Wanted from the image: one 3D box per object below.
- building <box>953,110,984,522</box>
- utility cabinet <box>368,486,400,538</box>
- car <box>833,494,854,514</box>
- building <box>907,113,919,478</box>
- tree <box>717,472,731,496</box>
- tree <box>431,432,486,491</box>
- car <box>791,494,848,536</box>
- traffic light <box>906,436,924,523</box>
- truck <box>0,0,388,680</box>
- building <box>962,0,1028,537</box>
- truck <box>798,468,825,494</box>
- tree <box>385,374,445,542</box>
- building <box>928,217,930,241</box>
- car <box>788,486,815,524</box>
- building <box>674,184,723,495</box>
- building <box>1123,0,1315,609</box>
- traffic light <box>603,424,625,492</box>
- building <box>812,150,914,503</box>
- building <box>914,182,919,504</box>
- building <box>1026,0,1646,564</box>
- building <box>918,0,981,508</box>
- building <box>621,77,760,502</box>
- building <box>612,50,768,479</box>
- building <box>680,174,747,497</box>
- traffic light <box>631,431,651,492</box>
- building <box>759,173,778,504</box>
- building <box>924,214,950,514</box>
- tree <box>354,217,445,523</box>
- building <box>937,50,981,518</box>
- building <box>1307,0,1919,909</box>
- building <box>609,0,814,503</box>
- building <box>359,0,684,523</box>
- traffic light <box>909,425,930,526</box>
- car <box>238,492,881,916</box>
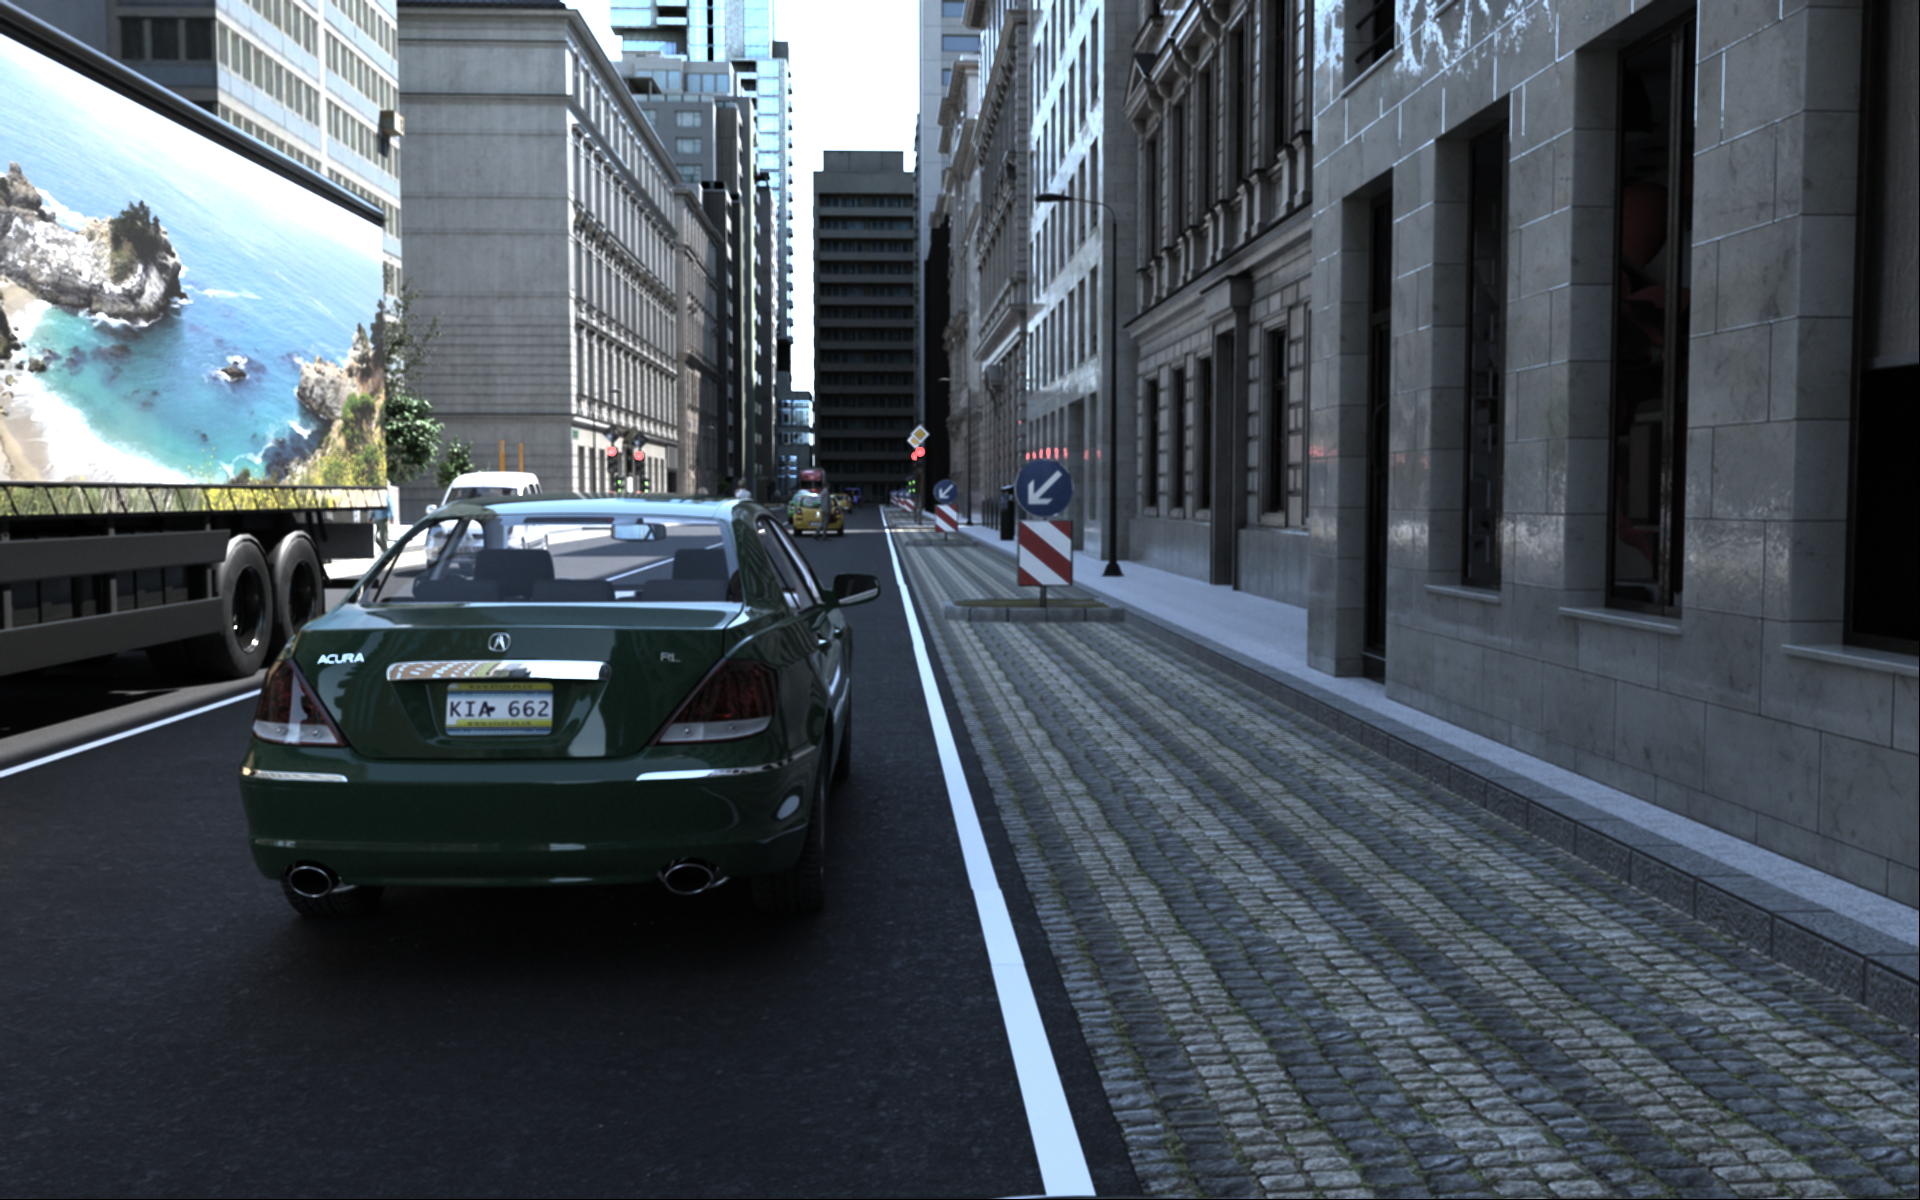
[{"bbox_3d":[10.459,-15.181,84.374,21.152,22.565,11.583,0,4,-3],"label":"building"},{"bbox_3d":[-16.499,-2.503,49.605,0.318,1.500,1.173,1,4,13],"label":"utility cabinet"},{"bbox_3d":[-8.901,-7.255,128.836,2.015,1.641,3.980,0,4,-1],"label":"car"},{"bbox_3d":[5.900,-35.462,199.404,23.786,49.044,30.456,0,4,-3],"label":"building"},{"bbox_3d":[-20.913,-9.530,150.419,1.663,3.219,1.824,0,3,0],"label":"tree"},{"bbox_3d":[-15.588,-3.638,54.091,1.663,3.219,1.824,0,3,0],"label":"tree"},{"bbox_3d":[-4.879,-3.045,60.005,2.015,1.641,3.980,0,4,-3],"label":"car"},{"bbox_3d":[-2.015,-5.444,77.934,0.839,4.253,0.868,0,4,-3],"label":"traffic light"},{"bbox_3d":[-6.622,-1.370,11.316,2.839,4.237,11.283,0,4,-2],"label":"truck"},{"bbox_3d":[6.063,-14.139,60.058,11.050,23.489,19.941,0,4,-3],"label":"building"},{"bbox_3d":[-15.942,-12.162,187.754,2.839,4.237,11.283,0,4,-3],"label":"truck"},{"bbox_3d":[-15.710,-3.871,47.008,4.285,4.588,4.351,0,3,0],"label":"tree"},{"bbox_3d":[4.706,-21.623,140.920,14.401,28.519,23.554,0,4,-3],"label":"building"},{"bbox_3d":[-7.419,-4.635,84.582,1.959,1.807,4.718,0,4,-2],"label":"car"},{"bbox_3d":[-25.411,-20.531,132.937,12.463,27.353,25.104,0,4,-3],"label":"building"},{"bbox_3d":[8.343,-9.715,23.460,10.561,19.102,19.286,0,4,-3],"label":"building"},{"bbox_3d":[-13.879,-4.920,69.358,0.839,4.253,0.868,0,4,-3],"label":"traffic light"},{"bbox_3d":[-10.007,-38.105,246.717,21.600,48.544,21.300,0,4,-3],"label":"building"},{"bbox_3d":[1.091,-32.935,222.089,14.154,41.232,14.086,0,4,-3],"label":"building"},{"bbox_3d":[7.506,-11.418,41.443,10.420,20.320,16.860,0,4,-3],"label":"building"},{"bbox_3d":[6.441,-38.395,169.760,21.231,58.520,28.212,0,4,-3],"label":"building"},{"bbox_3d":[-27.952,-29.910,172.631,14.154,41.232,14.086,0,4,-3],"label":"building"},{"bbox_3d":[-34.145,-35.157,194.418,23.786,49.044,30.456,0,4,-3],"label":"building"},{"bbox_3d":[-27.289,-23.682,158.904,14.160,30.474,14.107,0,4,-3],"label":"building"},{"bbox_3d":[-14.261,-5.408,77.334,0.839,4.253,0.868,0,4,-3],"label":"traffic light"},{"bbox_3d":[-30.481,-32.884,221.242,14.086,41.232,14.154,0,4,-3],"label":"building"},{"bbox_3d":[3.892,-17.829,121.190,12.332,23.373,15.834,0,4,-3],"label":"building"},{"bbox_3d":[-14.784,-5.624,42.317,4.360,8.622,3.978,0,3,0],"label":"tree"},{"bbox_3d":[5.978,-19.209,101.452,14.401,28.519,23.554,0,4,-3],"label":"building"},{"bbox_3d":[8.173,-9.138,4.164,10.420,20.320,16.860,0,4,-3],"label":"building"},{"bbox_3d":[-36.572,-57.000,244.613,31.000,86.520,22.319,0,4,-3],"label":"building"},{"bbox_3d":[-26.243,-19.652,97.728,17.030,29.872,44.131,0,4,-3],"label":"building"},{"bbox_3d":[-1.633,-4.956,69.958,0.839,4.253,0.868,0,4,-3],"label":"traffic light"},{"bbox_3d":[-1.410,0.272,7.344,2.131,1.459,4.920,0,4,-2],"label":"car"}]
